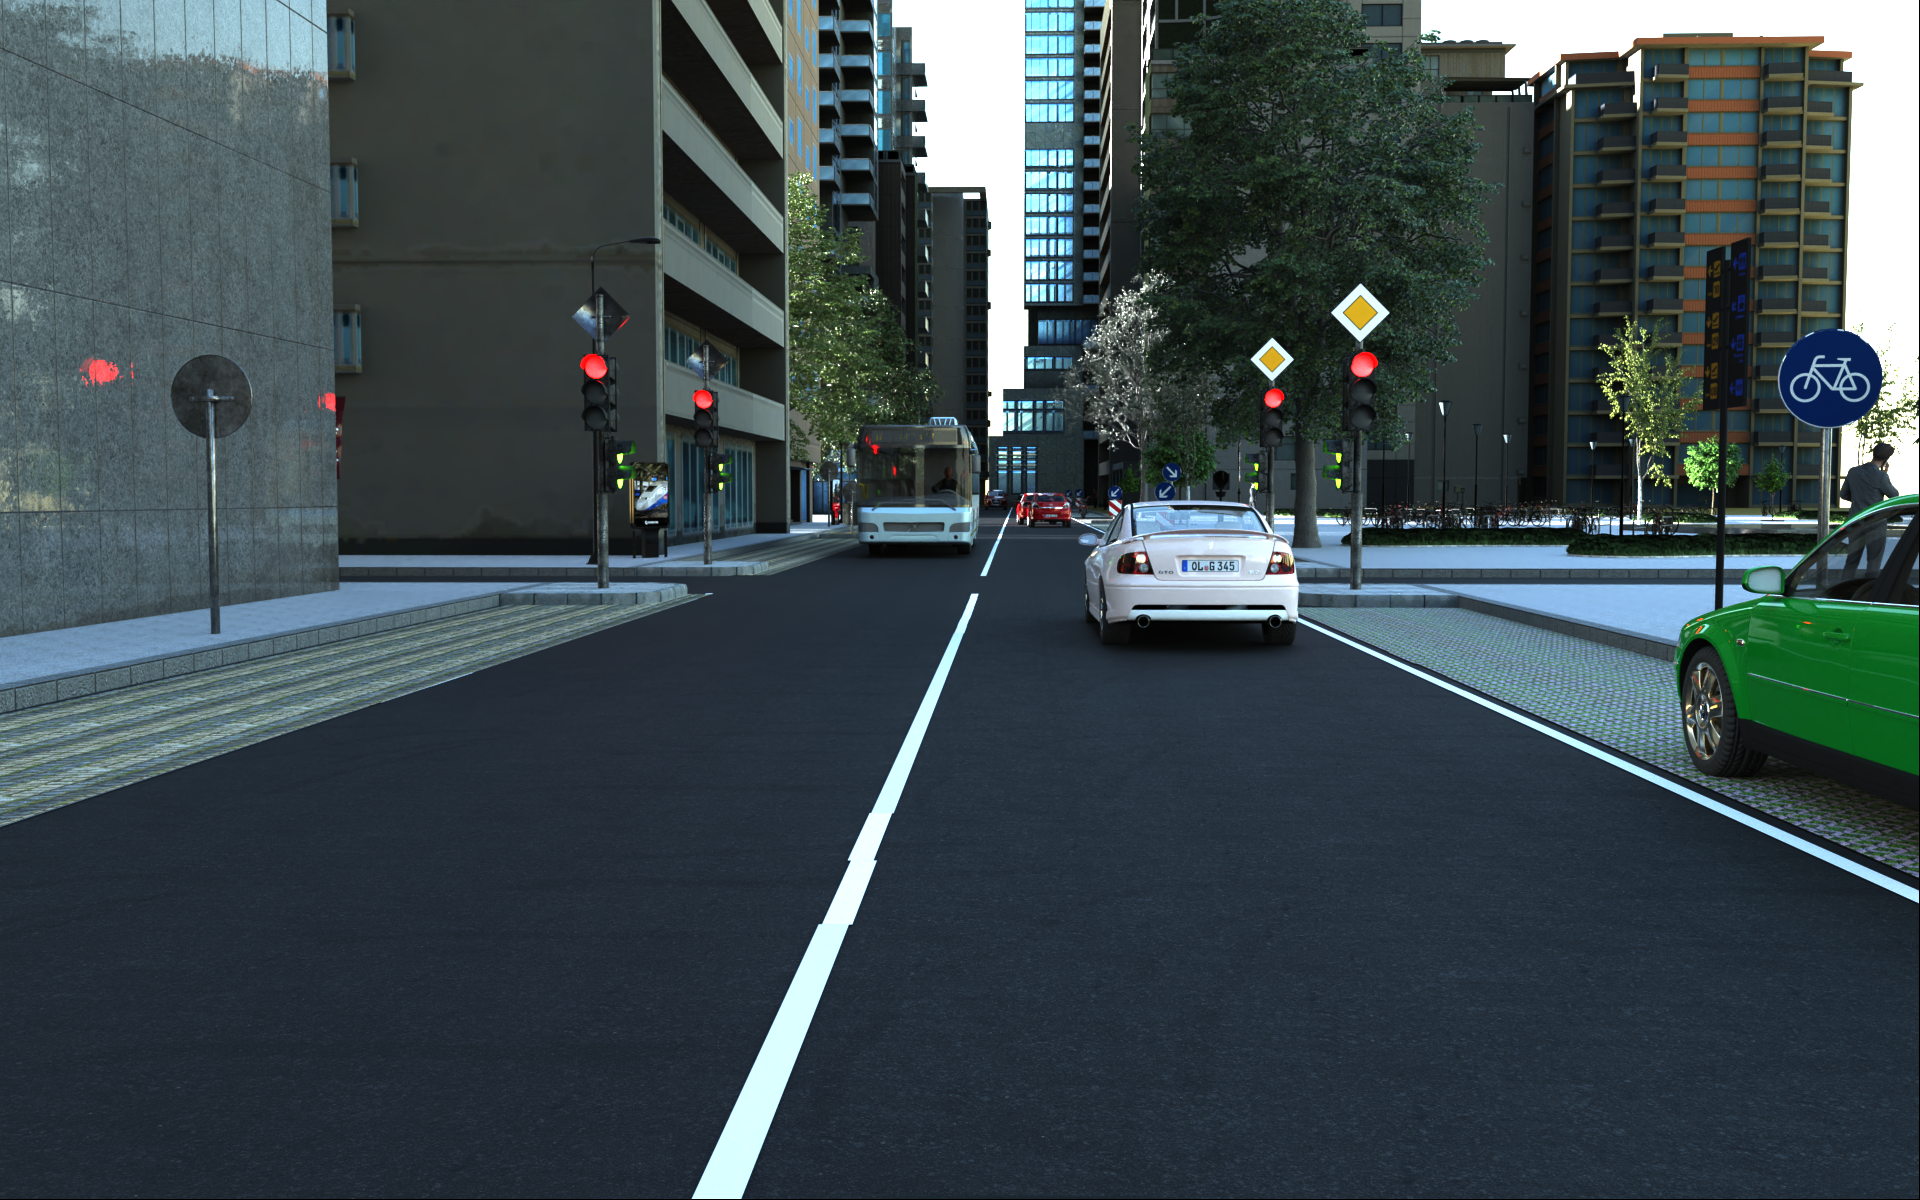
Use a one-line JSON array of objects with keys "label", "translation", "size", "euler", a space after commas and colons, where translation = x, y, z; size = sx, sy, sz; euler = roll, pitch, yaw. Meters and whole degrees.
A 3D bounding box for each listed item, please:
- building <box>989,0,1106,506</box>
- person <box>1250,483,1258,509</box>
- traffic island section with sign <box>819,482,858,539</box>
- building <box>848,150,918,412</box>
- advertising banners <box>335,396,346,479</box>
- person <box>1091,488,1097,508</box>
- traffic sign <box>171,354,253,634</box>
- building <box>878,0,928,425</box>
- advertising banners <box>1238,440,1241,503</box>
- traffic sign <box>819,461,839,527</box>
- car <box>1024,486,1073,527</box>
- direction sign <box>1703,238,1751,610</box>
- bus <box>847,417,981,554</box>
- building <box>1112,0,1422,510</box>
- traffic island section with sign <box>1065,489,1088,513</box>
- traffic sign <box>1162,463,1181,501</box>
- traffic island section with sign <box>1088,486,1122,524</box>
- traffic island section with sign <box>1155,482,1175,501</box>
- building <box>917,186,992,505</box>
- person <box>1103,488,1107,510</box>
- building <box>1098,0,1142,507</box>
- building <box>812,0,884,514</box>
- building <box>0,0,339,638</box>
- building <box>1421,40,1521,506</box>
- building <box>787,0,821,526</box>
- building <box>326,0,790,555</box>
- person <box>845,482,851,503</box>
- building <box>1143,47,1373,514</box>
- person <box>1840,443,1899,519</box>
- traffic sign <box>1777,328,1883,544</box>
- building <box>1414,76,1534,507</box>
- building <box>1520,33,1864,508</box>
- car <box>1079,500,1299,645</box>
[{"label": "building", "translation": [19.045, -54.245, 199.582], "size": [31.000, 86.520, 22.319], "euler": [0, 4, 2]}, {"label": "person", "translation": [14.292, -4.809, 84.026], "size": [0.474, 1.900, 0.648], "euler": [0, 4, -7]}, {"label": "traffic island section with sign", "translation": [-3.474, -2.910, 56.211], "size": [1.989, 1.847, 2.006], "euler": [0, 4, 2]}, {"label": "building", "translation": [-10.908, -22.869, 145.607], "size": [14.160, 30.474, 14.107], "euler": [0, 4, 2]}, {"label": "advertising banners", "translation": [-12.043, -2.135, 31.091], "size": [2.074, 3.025, 0.090], "euler": [0, 4, -1]}, {"label": "person", "translation": [12.046, -9.103, 154.842], "size": [0.705, 1.831, 1.348], "euler": [-1, 4, -14]}, {"label": "traffic sign", "translation": [-6.838, -0.962, 15.833], "size": [0.768, 2.556, 0.104], "euler": [0, 4, 4]}, {"label": "building", "translation": [-18.565, -33.636, 169.551], "size": [30.456, 49.044, 23.786], "euler": [0, 4, 2]}, {"label": "advertising banners", "translation": [7.950, -3.250, 49.333], "size": [0.090, 3.025, 2.074], "euler": [1, 4, 9]}, {"label": "traffic sign", "translation": [-5.113, -4.122, 67.505], "size": [0.768, 2.556, 0.104], "euler": [1, 4, 11]}, {"label": "car", "translation": [3.894, -4.096, 76.012], "size": [2.155, 1.783, 4.494], "euler": [0, 4, 0]}, {"label": "direction sign", "translation": [6.970, -1.457, 15.814], "size": [0.379, 3.537, 0.876], "euler": [0, 4, 1]}, {"label": "bus", "translation": [-0.882, -3.007, 44.023], "size": [2.948, 3.499, 13.247], "euler": [0, 4, 1]}, {"label": "building", "translation": [22.617, -42.455, 132.394], "size": [20.563, 71.187, 20.611], "euler": [0, 4, 2]}, {"label": "traffic island section with sign", "translation": [9.016, -7.606, 132.985], "size": [1.989, 1.847, 2.006], "euler": [0, 4, 2]}, {"label": "traffic sign", "translation": [8.606, -4.302, 70.445], "size": [0.768, 2.556, 0.104], "euler": [0, 4, 4]}, {"label": "traffic island section with sign", "translation": [7.382, -4.616, 84.097], "size": [1.989, 1.847, 2.006], "euler": [0, 4, 2]}, {"label": "traffic island section with sign", "translation": [6.442, -2.890, 55.872], "size": [1.989, 1.847, 2.006], "euler": [0, 4, 2]}, {"label": "building", "translation": [-8.258, -31.521, 207.253], "size": [23.993, 40.220, 32.217], "euler": [0, 4, 2]}, {"label": "person", "translation": [11.620, -8.128, 139.070], "size": [0.705, 1.807, 1.348], "euler": [0, 4, -1]}, {"label": "building", "translation": [23.545, -32.442, 154.132], "size": [21.300, 48.544, 21.600], "euler": [0, 4, 2]}, {"label": "building", "translation": [-15.929, -49.472, 121.539], "size": [22.319, 86.520, 31.000], "euler": [0, 4, 2]}, {"label": "building", "translation": [-18.435, -12.155, 16.755], "size": [19.932, 24.808, 12.078], "euler": [0, 4, 2]}, {"label": "building", "translation": [49.003, -37.556, 203.276], "size": [27.495, 52.752, 28.713], "euler": [0, 4, 2]}, {"label": "building", "translation": [-13.518, -25.766, 71.385], "size": [14.600, 45.320, 14.200], "euler": [0, 4, 2]}, {"label": "building", "translation": [-16.596, -25.799, 45.523], "size": [21.300, 48.544, 21.600], "euler": [0, 4, 2]}, {"label": "person", "translation": [-4.830, -4.160, 74.241], "size": [0.526, 1.800, 0.537], "euler": [2, 4, 24]}, {"label": "building", "translation": [19.218, -21.061, 116.049], "size": [14.160, 30.474, 14.107], "euler": [0, 4, 2]}, {"label": "person", "translation": [10.092, -0.819, 19.236], "size": [0.447, 1.846, 0.655], "euler": [-2, 4, -28]}, {"label": "traffic sign", "translation": [6.711, -0.816, 13.446], "size": [0.768, 2.556, 0.104], "euler": [0, 4, 8]}, {"label": "building", "translation": [48.028, -29.931, 172.963], "size": [14.086, 41.232, 14.154], "euler": [0, 4, 2]}, {"label": "building", "translation": [70.422, -31.376, 167.625], "size": [28.867, 44.769, 22.147], "euler": [0, 4, 2]}, {"label": "car", "translation": [2.291, -0.337, 17.868], "size": [2.083, 1.381, 4.827], "euler": [0, 4, 1]}]
